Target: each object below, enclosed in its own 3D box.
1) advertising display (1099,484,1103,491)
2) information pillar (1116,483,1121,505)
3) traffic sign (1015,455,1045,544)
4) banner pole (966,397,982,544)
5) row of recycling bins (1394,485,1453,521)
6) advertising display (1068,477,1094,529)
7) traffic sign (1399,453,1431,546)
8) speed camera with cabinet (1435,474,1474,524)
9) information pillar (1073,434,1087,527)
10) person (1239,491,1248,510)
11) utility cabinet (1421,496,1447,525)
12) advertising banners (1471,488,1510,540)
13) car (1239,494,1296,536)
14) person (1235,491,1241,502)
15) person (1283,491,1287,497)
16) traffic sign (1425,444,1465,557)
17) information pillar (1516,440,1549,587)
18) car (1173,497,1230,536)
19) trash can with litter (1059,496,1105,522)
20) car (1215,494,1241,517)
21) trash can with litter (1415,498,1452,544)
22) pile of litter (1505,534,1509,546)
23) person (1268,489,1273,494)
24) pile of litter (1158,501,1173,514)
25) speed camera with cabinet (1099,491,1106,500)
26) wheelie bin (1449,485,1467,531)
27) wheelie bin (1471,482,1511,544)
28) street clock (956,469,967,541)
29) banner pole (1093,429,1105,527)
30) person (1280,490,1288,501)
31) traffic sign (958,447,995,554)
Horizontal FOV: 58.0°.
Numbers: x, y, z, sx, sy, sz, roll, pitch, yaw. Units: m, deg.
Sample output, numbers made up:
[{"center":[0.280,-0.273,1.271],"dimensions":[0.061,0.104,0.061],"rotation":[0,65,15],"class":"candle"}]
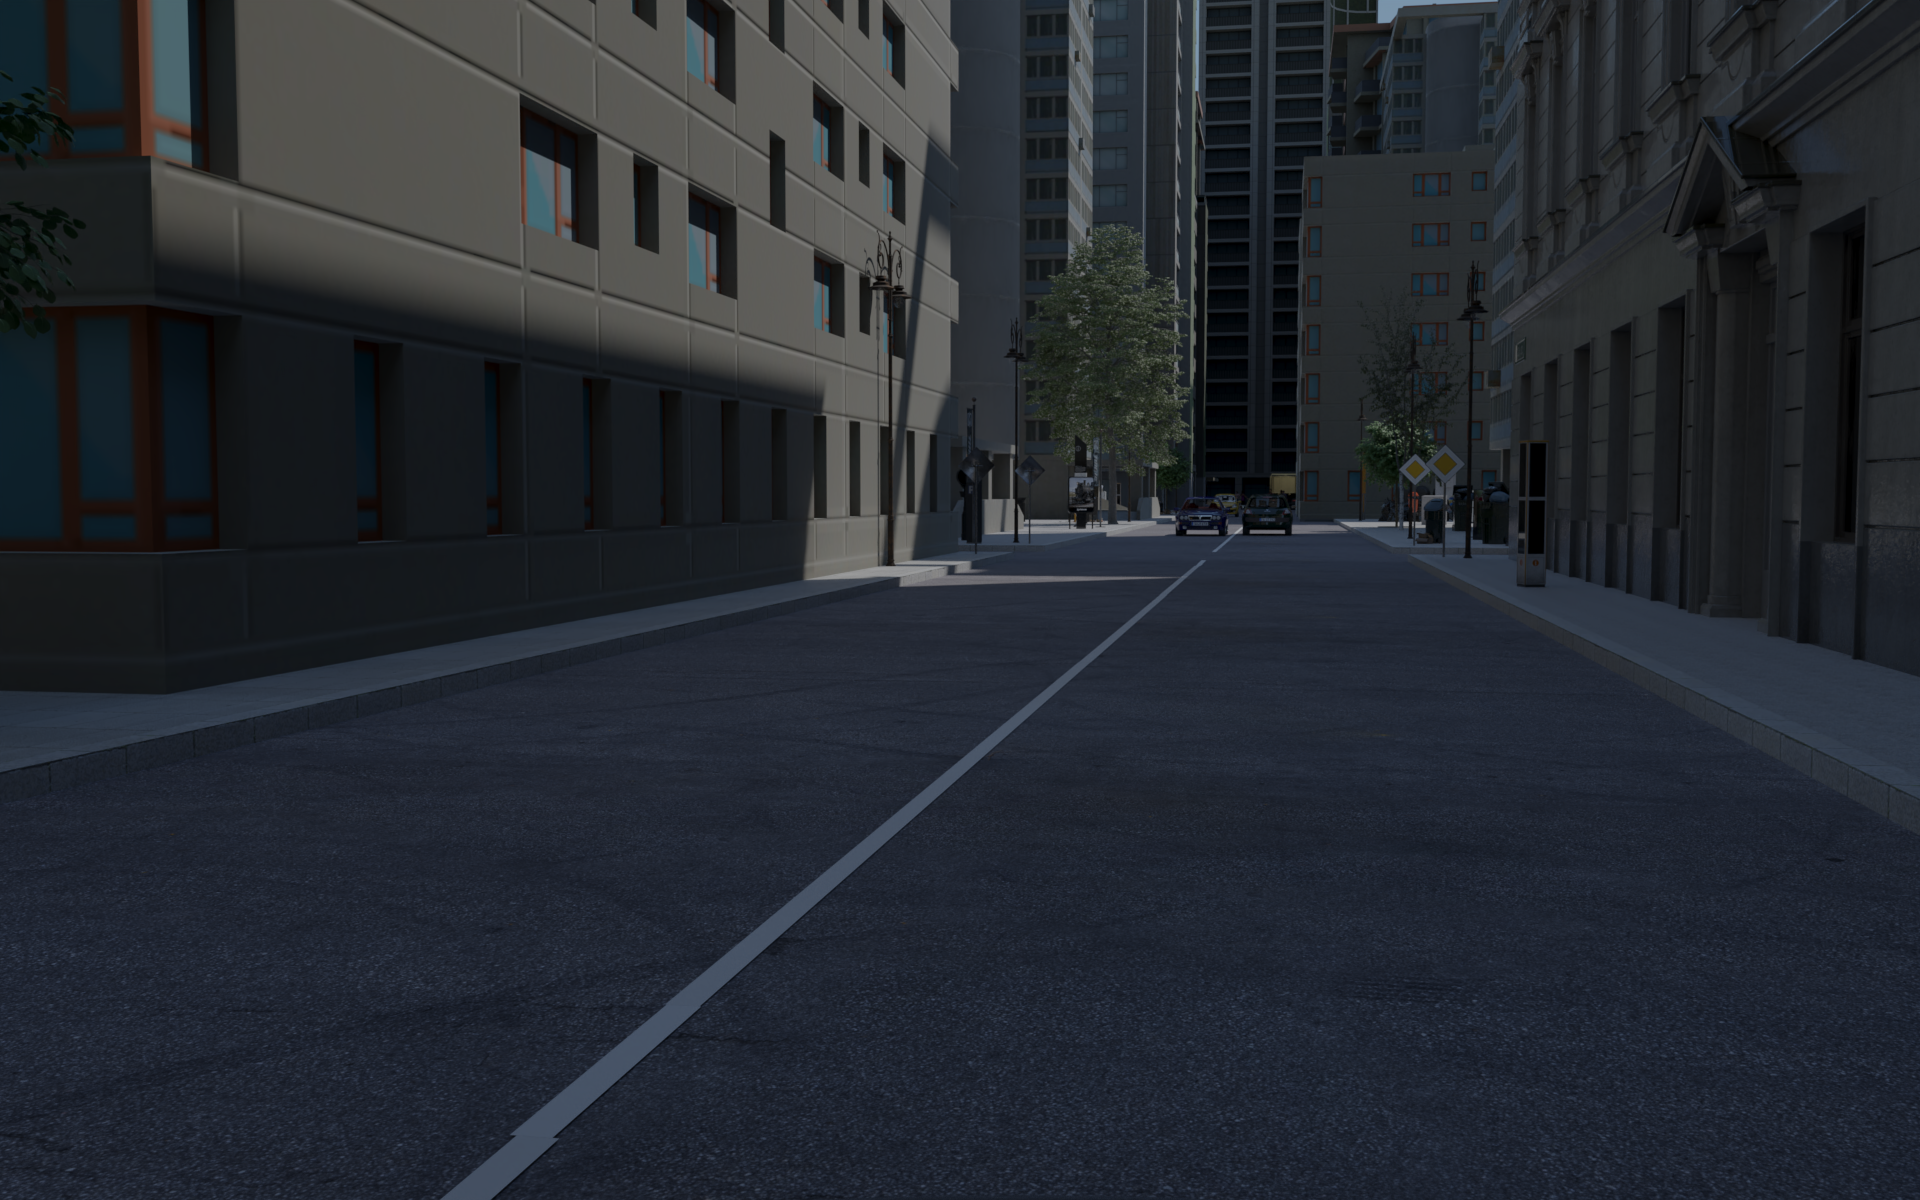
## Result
[{"center":[9.399,-6.758,115.701],"dimensions":[0.123,1.923,0.974],"rotation":[1,4,18],"class":"advertising display"},{"center":[10.660,-6.853,116.534],"dimensions":[0.304,2.012,0.304],"rotation":[0,4,2],"class":"information pillar"},{"center":[1.804,-2.514,44.752],"dimensions":[0.795,2.450,0.064],"rotation":[1,4,10],"class":"traffic sign"},{"center":[0.293,-3.335,44.549],"dimensions":[0.401,3.779,0.863],"rotation":[1,4,17],"class":"banner pole"},{"center":[22.425,-4.597,82.268],"dimensions":[3.534,1.692,1.069],"rotation":[1,4,18],"class":"row of recycling bins"},{"center":[4.462,-3.584,63.811],"dimensions":[0.974,1.923,0.123],"rotation":[0,4,-7],"class":"advertising display"},{"center":[11.283,-2.406,42.978],"dimensions":[0.795,2.450,0.064],"rotation":[1,4,10],"class":"traffic sign"},{"center":[21.731,-4.955,75.357],"dimensions":[2.038,3.252,0.660],"rotation":[-1,4,-16],"class":"speed camera with cabinet"},{"center":[4.709,-4.672,67.735],"dimensions":[0.504,3.616,0.183],"rotation":[2,4,24],"class":"information pillar"},{"center":[26.236,-9.254,160.492],"dimensions":[0.721,1.739,1.217],"rotation":[-2,4,-35],"class":"person"},{"center":[19.783,-3.737,72.268],"dimensions":[1.020,1.237,0.306],"rotation":[3,5,43],"class":"utility cabinet"},{"center":[15.099,-3.156,47.794],"dimensions":[2.074,3.025,0.090],"rotation":[3,4,38],"class":"advertising banners"},{"center":[10.847,-3.138,61.094],"dimensions":[2.009,1.686,4.222],"rotation":[1,4,10],"class":"car"},{"center":[28.707,-10.435,179.823],"dimensions":[1.217,1.736,0.721],"rotation":[3,4,36],"class":"person"},{"center":[26.040,-7.948,139.376],"dimensions":[0.541,1.710,0.530],"rotation":[1,4,23],"class":"person"},{"center":[9.824,-1.926,35.126],"dimensions":[0.795,2.450,0.064],"rotation":[1,4,10],"class":"traffic sign"},{"center":[7.894,-1.186,23.887],"dimensions":[0.304,2.012,0.304],"rotation":[0,4,-5],"class":"information pillar"},{"center":[8.439,-2.918,60.293],"dimensions":[1.945,1.354,3.894],"rotation":[1,4,10],"class":"car"},{"center":[5.660,-4.163,79.117],"dimensions":[2.233,1.210,1.678],"rotation":[1,4,14],"class":"trash can with litter"},{"center":[16.634,-6.020,108.657],"dimensions":[2.015,1.641,3.980],"rotation":[1,4,10],"class":"car"},{"center":[12.217,-2.040,44.749],"dimensions":[0.624,1.170,1.055],"rotation":[3,4,39],"class":"trash can with litter"},{"center":[14.231,-1.758,42.711],"dimensions":[1.719,0.858,1.176],"rotation":[0,4,-2],"class":"pile of litter"},{"center":[23.729,-7.583,132.446],"dimensions":[1.348,1.831,0.705],"rotation":[2,4,26],"class":"person"},{"center":[13.046,-5.933,110.973],"dimensions":[1.719,0.858,1.176],"rotation":[-3,4,-36],"class":"pile of litter"},{"center":[7.805,-6.759,104.838],"dimensions":[2.038,3.252,0.660],"rotation":[1,4,12],"class":"speed camera with cabinet"},{"center":[17.354,-3.167,59.682],"dimensions":[0.980,1.594,0.693],"rotation":[1,4,10],"class":"wheelie bin"},{"center":[13.712,-2.224,44.264],"dimensions":[0.693,1.594,0.980],"rotation":[-1,4,-19],"class":"wheelie bin"},{"center":[0.144,-2.646,47.826],"dimensions":[0.471,2.002,0.358],"rotation":[-1,4,-12],"class":"street clock"},{"center":[5.331,-4.708,66.993],"dimensions":[0.401,3.779,0.863],"rotation":[-2,4,-24],"class":"banner pole"},{"center":[23.199,-7.101,125.321],"dimensions":[1.217,1.735,0.721],"rotation":[-1,4,-20],"class":"person"},{"center":[0.346,-2.034,36.901],"dimensions":[0.795,2.450,0.064],"rotation":[1,4,10],"class":"traffic sign"}]
